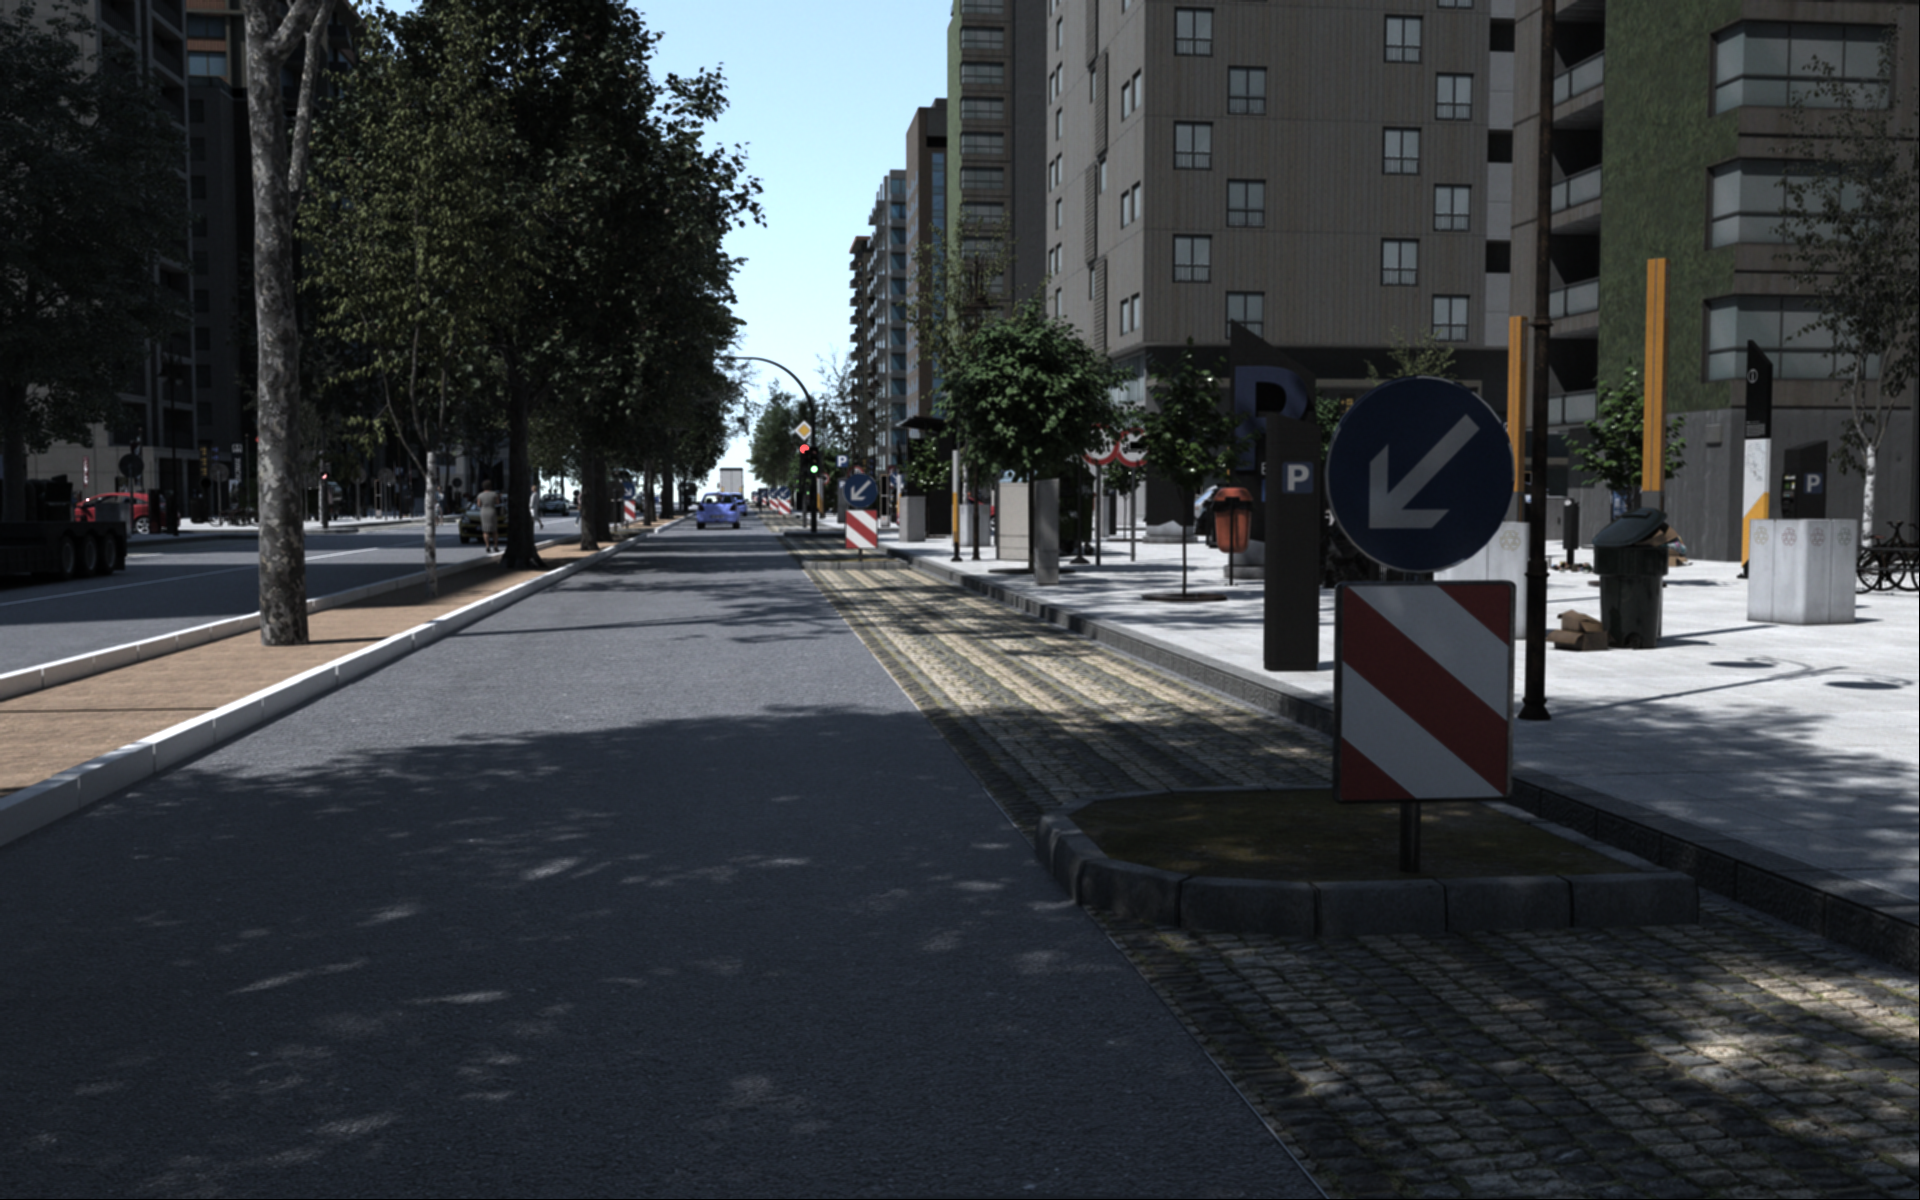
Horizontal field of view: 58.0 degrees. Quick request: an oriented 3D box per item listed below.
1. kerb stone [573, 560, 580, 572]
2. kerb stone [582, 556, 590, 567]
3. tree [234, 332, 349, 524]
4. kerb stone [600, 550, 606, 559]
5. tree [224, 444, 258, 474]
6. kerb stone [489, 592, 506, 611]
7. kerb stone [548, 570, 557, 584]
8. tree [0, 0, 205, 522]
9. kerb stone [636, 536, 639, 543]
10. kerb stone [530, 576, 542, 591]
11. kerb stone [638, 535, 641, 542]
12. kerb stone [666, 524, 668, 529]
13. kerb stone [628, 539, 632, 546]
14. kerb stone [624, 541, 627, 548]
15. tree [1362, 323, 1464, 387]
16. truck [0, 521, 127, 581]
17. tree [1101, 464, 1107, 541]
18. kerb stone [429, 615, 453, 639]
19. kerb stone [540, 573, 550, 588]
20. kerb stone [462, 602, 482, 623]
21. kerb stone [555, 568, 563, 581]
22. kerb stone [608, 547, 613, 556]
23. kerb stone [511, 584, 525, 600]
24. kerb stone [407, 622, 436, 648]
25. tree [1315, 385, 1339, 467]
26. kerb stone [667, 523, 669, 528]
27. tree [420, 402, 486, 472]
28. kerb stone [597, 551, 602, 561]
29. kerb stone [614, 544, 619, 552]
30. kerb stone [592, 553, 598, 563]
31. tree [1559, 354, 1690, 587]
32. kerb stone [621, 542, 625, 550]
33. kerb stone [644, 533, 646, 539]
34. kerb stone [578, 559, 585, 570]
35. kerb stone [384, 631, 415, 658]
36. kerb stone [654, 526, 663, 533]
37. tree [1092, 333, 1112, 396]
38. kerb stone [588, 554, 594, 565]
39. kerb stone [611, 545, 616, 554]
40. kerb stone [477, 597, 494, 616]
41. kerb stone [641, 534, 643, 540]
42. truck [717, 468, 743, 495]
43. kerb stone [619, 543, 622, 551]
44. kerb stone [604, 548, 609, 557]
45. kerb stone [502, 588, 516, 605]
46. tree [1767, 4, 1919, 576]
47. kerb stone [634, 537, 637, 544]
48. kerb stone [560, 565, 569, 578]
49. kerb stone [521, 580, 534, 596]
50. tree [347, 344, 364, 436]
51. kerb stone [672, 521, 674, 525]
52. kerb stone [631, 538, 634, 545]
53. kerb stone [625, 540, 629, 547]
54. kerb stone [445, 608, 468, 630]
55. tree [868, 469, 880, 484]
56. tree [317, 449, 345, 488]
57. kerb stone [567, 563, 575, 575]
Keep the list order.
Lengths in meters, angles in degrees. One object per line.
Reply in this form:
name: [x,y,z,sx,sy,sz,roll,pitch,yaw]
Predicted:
kerb stone: [-7.124,-0.585,31.765,0.120,0.150,1.000,0,4,-7]
kerb stone: [-7.381,-0.709,33.802,0.120,0.150,1.000,0,4,-7]
tree: [-26.393,-7.211,68.259,4.360,8.622,3.978,0,3,0]
kerb stone: [-7.901,-0.956,37.885,0.120,0.150,1.000,0,4,-7]
tree: [-46.896,-7.926,113.311,4.285,4.588,4.351,0,3,0]
kerb stone: [-5.819,0.037,21.587,0.120,0.150,1.000,0,4,-7]
kerb stone: [-6.606,-0.336,27.693,0.120,0.150,1.000,0,4,-7]
tree: [-24.264,-8.390,43.838,9.857,13.997,8.962,0,3,0]
kerb stone: [-9.458,-1.706,50.096,0.120,0.150,1.000,0,4,-7]
kerb stone: [-6.347,-0.212,25.654,0.120,0.150,1.000,0,4,-7]
kerb stone: [-9.585,-1.764,51.111,0.120,0.150,1.000,0,4,-7]
kerb stone: [-11.986,-2.919,69.931,0.120,0.150,1.000,0,4,-7]
kerb stone: [-9.066,-1.517,47.042,0.120,0.150,1.000,0,4,-7]
kerb stone: [-8.813,-1.393,45.010,0.120,0.150,1.000,0,4,-7]
tree: [19.382,-7.555,73.890,4.737,8.622,4.395,0,3,0]
truck: [-14.791,-1.955,21.715,2.967,4.110,18.799,-1,4,-9]
tree: [4.447,-3.223,47.293,1.663,3.219,1.824,0,3,0]
kerb stone: [-5.297,0.286,17.526,0.120,0.150,1.000,0,4,-7]
kerb stone: [-6.474,-0.274,26.680,0.120,0.150,1.000,0,4,-7]
kerb stone: [-5.567,0.162,19.559,0.120,0.150,1.000,0,4,-7]
kerb stone: [-6.733,-0.398,28.711,0.120,0.150,1.000,0,4,-7]
kerb stone: [-8.162,-1.082,39.913,0.120,0.150,1.000,0,4,-7]
kerb stone: [-6.085,-0.087,23.616,0.120,0.150,1.000,0,4,-7]
kerb stone: [-5.170,0.349,16.512,0.120,0.150,1.000,0,4,-7]
tree: [10.186,-4.053,49.973,4.285,4.588,4.351,0,3,0]
kerb stone: [-12.110,-2.982,70.954,0.120,0.150,1.000,0,4,-7]
tree: [-33.978,-13.106,124.649,12.009,13.543,11.850,0,3,0]
kerb stone: [-7.782,-0.897,36.853,0.120,0.150,1.000,0,4,-7]
kerb stone: [-8.431,-1.209,41.958,0.120,0.150,1.000,0,4,-7]
kerb stone: [-7.642,-0.830,35.841,0.120,0.150,1.000,0,4,-7]
tree: [9.158,-1.800,24.037,1.663,3.219,1.824,0,3,0]
kerb stone: [-8.672,-1.333,43.991,0.120,0.150,1.000,0,4,-7]
kerb stone: [-9.978,-1.956,54.175,0.120,0.150,1.000,0,4,-7]
kerb stone: [-7.252,-0.643,32.788,0.120,0.150,1.000,0,4,-7]
kerb stone: [-5.056,0.415,15.494,0.120,0.150,1.000,0,4,-7]
kerb stone: [-11.467,-2.668,65.856,0.120,0.150,1.000,0,4,-7]
tree: [5.180,-7.920,79.858,4.737,8.622,4.395,0,3,0]
kerb stone: [-7.517,-0.772,34.821,0.120,0.150,1.000,0,4,-7]
kerb stone: [-8.295,-1.146,40.939,0.120,0.150,1.000,0,4,-7]
kerb stone: [-5.695,0.099,20.573,0.120,0.150,1.000,0,4,-7]
kerb stone: [-9.712,-1.827,52.125,0.120,0.150,1.000,0,4,-7]
truck: [-25.254,-12.348,190.795,2.839,4.237,11.283,-1,4,-9]
kerb stone: [-8.554,-1.270,42.975,0.120,0.150,1.000,0,4,-7]
kerb stone: [-8.033,-1.016,38.899,0.120,0.150,1.000,0,4,-7]
kerb stone: [-5.956,-0.022,22.601,0.120,0.150,1.000,0,4,-7]
tree: [14.549,-4.696,27.135,4.360,8.622,3.978,0,3,0]
kerb stone: [-9.325,-1.644,49.075,0.120,0.150,1.000,0,4,-7]
kerb stone: [-6.862,-0.457,29.732,0.120,0.150,1.000,0,4,-7]
kerb stone: [-6.214,-0.149,24.632,0.120,0.150,1.000,0,4,-7]
tree: [-27.465,-7.579,74.282,4.360,8.622,3.978,0,3,0]
kerb stone: [-12.763,-3.293,76.040,0.120,0.150,1.000,0,4,-7]
kerb stone: [-9.207,-1.582,48.060,0.120,0.150,1.000,0,4,-7]
kerb stone: [-8.944,-1.456,46.027,0.120,0.150,1.000,0,4,-7]
kerb stone: [-5.431,0.224,18.540,0.120,0.150,1.000,0,4,-7]
tree: [-5.880,-7.491,117.081,1.663,3.219,1.824,0,3,0]
tree: [-43.950,-8.356,120.330,4.285,4.588,4.351,0,3,0]
kerb stone: [-6.992,-0.523,30.752,0.120,0.150,1.000,0,4,-7]
